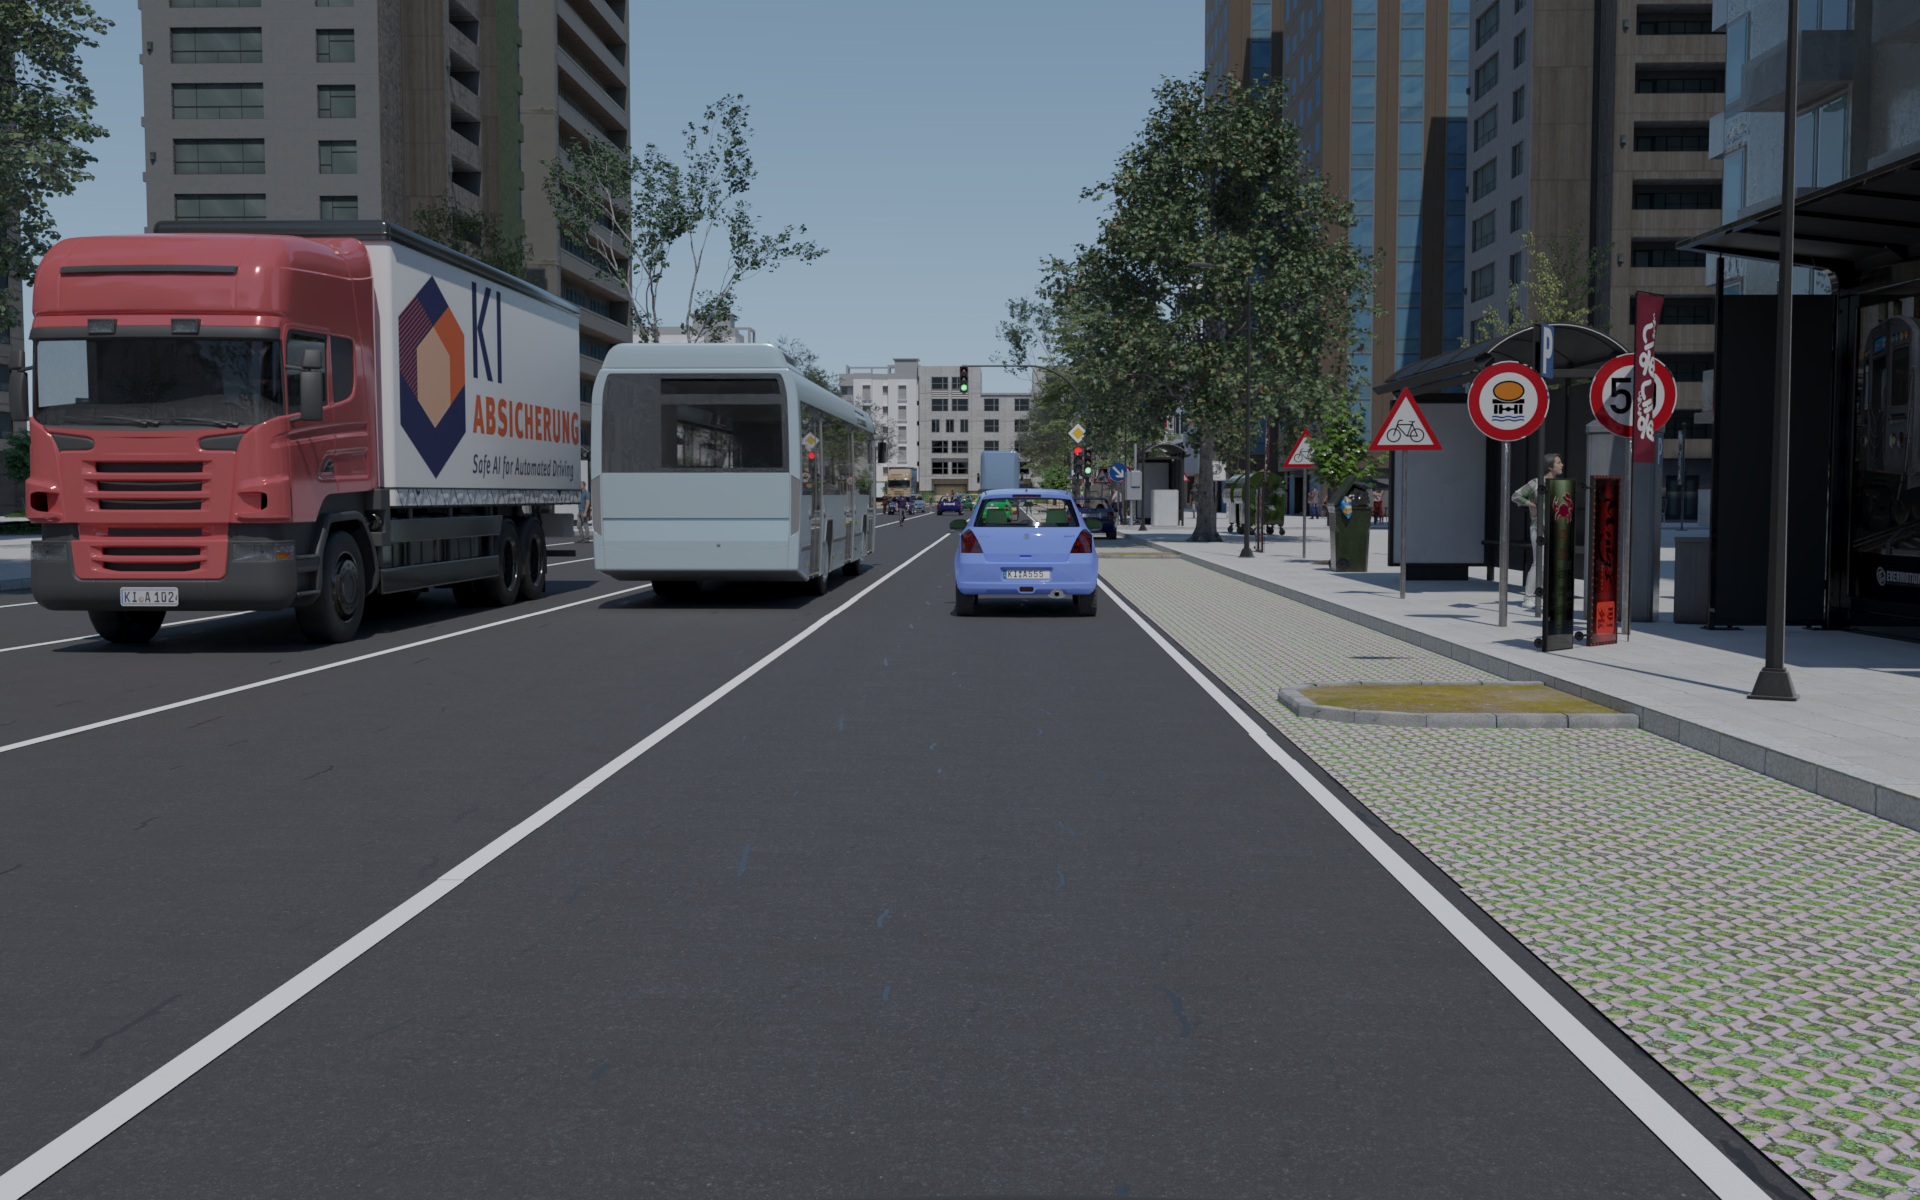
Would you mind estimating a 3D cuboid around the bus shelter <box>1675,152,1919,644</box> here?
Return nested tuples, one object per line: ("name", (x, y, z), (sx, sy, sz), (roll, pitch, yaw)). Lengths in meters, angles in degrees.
("bus shelter", (7.476, -1.343, 13.244), (1.731, 3.624, 6.357), (0, 4, 2))

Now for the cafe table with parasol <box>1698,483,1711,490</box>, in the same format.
("cafe table with parasol", (24.619, -3.029, 54.394), (2.610, 1.966, 2.610), (2, 4, 31))

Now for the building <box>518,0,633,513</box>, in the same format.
("building", (-34.426, -29.959, 113.538), (21.300, 48.544, 21.600), (0, 4, 2))

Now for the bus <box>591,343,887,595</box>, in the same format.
("bus", (-3.042, -2.010, 27.729), (2.948, 3.499, 13.247), (0, 4, 2))

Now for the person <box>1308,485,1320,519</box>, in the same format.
("person", (18.030, -4.978, 88.246), (0.655, 1.722, 0.431), (-2, 4, -30))

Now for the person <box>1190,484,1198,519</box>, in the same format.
("person", (12.346, -5.180, 90.862), (0.598, 1.807, 0.434), (0, 4, 7))

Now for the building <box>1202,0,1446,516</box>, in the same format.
("building", (25.050, -28.940, 123.283), (14.600, 45.320, 14.200), (0, 4, 2))

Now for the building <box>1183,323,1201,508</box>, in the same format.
("building", (28.786, -18.518, 159.189), (16.016, 20.091, 11.380), (0, 4, 2))

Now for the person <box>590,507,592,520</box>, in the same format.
("person", (-18.144, -4.351, 85.110), (0.695, 0.859, 0.347), (2, 4, 31))

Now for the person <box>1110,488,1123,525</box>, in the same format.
("person", (6.529, -3.936, 72.614), (0.590, 1.554, 0.614), (3, 5, 44))

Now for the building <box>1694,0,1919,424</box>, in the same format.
("building", (29.828, -25.284, 33.003), (23.786, 49.044, 30.456), (0, 4, 2))

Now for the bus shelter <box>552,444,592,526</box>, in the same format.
("bus shelter", (-15.444, -4.740, 71.425), (2.014, 3.302, 5.546), (0, 4, 2))

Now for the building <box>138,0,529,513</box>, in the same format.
("building", (-30.656, -19.271, 86.783), (14.160, 30.474, 14.107), (0, 4, 2))

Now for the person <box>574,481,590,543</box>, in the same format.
("person", (-11.016, -2.561, 50.508), (0.434, 1.807, 0.598), (-1, 4, -22))

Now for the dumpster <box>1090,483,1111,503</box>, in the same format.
("dumpster", (7.485, -5.348, 93.202), (1.264, 1.857, 1.865), (0, 4, 1))

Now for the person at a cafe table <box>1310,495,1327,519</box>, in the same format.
("person at a cafe table", (19.291, -4.910, 91.138), (1.698, 1.238, 1.726), (1, 4, 12))

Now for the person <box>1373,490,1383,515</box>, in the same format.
("person", (22.026, -5.059, 91.222), (0.523, 1.526, 0.387), (-1, 4, -14))

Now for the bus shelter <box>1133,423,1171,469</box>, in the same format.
("bus shelter", (9.890, -6.831, 89.311), (2.179, 5.291, 8.768), (0, 4, 1))

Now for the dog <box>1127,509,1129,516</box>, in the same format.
("dog", (9.159, -4.895, 96.864), (0.406, 0.507, 0.540), (3, 4, 39))

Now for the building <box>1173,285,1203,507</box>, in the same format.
("building", (36.079, -20.612, 180.975), (27.936, 21.610, 32.646), (0, 4, 2))

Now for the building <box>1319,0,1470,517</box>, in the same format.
("building", (26.837, -27.582, 101.069), (14.600, 45.320, 14.200), (0, 4, 2))

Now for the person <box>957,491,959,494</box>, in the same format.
("person", (-0.125, -11.913, 203.142), (0.599, 1.838, 0.709), (1, 4, 8))

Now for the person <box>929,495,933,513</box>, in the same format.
("person", (-2.218, -7.273, 131.323), (0.340, 1.345, 0.435), (-2, 4, -29))

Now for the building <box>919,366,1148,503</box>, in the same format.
("building", (10.354, -23.285, 247.167), (31.486, 18.905, 16.747), (0, 4, 2))

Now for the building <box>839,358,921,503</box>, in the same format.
("building", (-11.226, -23.918, 247.473), (11.380, 20.091, 16.016), (0, 4, 2))

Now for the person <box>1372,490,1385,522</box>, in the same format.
("person", (19.515, -4.481, 80.773), (0.517, 1.644, 0.566), (-1, 4, -16))

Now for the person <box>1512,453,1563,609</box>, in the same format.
("person", (6.588, -0.780, 19.512), (0.841, 1.734, 0.376), (-2, 4, -30))

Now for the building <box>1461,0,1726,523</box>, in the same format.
("building", (32.784, -19.005, 82.432), (14.107, 30.474, 14.160), (0, 4, 2))

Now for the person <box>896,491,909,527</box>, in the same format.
("person", (-2.492, -3.972, 75.644), (0.569, 1.553, 0.471), (0, 4, 5))

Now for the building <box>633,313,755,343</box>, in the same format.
("building", (-30.343, -19.727, 178.958), (16.016, 20.091, 11.380), (0, 4, 2))

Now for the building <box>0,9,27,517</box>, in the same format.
("building", (-64.991, -39.826, 89.404), (20.611, 71.187, 20.563), (0, 4, 2))

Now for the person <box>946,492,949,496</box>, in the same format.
("person", (-1.533, -12.969, 221.479), (0.436, 1.711, 0.756), (1, 4, 12))

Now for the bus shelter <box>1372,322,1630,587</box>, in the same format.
("bus shelter", (7.093, -1.787, 23.146), (2.014, 3.302, 5.546), (0, 4, 1))

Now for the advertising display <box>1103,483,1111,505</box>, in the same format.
("advertising display", (8.292, -5.588, 96.574), (0.123, 1.923, 0.974), (-2, 4, -32))

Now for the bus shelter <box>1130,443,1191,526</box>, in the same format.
("bus shelter", (8.236, -4.747, 71.542), (2.014, 3.302, 5.546), (0, 4, 1))

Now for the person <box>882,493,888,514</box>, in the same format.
("person", (-5.323, -6.905, 123.660), (0.482, 1.546, 0.388), (-2, 4, -23))

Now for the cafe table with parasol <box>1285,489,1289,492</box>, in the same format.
("cafe table with parasol", (18.036, -5.929, 101.811), (2.610, 1.966, 2.610), (0, 4, 5))

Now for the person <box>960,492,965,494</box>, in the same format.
("person", (0.233, -12.039, 206.133), (0.742, 1.727, 0.445), (-1, 4, -12))

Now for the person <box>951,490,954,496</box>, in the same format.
("person", (-0.722, -8.978, 155.302), (0.705, 1.822, 1.348), (0, 4, 7))

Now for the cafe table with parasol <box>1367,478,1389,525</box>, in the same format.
("cafe table with parasol", (16.949, -4.111, 72.076), (2.610, 1.966, 2.610), (1, 4, 11))

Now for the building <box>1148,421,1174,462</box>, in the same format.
("building", (30.272, -21.207, 203.156), (16.016, 20.091, 11.380), (0, 4, 2))
